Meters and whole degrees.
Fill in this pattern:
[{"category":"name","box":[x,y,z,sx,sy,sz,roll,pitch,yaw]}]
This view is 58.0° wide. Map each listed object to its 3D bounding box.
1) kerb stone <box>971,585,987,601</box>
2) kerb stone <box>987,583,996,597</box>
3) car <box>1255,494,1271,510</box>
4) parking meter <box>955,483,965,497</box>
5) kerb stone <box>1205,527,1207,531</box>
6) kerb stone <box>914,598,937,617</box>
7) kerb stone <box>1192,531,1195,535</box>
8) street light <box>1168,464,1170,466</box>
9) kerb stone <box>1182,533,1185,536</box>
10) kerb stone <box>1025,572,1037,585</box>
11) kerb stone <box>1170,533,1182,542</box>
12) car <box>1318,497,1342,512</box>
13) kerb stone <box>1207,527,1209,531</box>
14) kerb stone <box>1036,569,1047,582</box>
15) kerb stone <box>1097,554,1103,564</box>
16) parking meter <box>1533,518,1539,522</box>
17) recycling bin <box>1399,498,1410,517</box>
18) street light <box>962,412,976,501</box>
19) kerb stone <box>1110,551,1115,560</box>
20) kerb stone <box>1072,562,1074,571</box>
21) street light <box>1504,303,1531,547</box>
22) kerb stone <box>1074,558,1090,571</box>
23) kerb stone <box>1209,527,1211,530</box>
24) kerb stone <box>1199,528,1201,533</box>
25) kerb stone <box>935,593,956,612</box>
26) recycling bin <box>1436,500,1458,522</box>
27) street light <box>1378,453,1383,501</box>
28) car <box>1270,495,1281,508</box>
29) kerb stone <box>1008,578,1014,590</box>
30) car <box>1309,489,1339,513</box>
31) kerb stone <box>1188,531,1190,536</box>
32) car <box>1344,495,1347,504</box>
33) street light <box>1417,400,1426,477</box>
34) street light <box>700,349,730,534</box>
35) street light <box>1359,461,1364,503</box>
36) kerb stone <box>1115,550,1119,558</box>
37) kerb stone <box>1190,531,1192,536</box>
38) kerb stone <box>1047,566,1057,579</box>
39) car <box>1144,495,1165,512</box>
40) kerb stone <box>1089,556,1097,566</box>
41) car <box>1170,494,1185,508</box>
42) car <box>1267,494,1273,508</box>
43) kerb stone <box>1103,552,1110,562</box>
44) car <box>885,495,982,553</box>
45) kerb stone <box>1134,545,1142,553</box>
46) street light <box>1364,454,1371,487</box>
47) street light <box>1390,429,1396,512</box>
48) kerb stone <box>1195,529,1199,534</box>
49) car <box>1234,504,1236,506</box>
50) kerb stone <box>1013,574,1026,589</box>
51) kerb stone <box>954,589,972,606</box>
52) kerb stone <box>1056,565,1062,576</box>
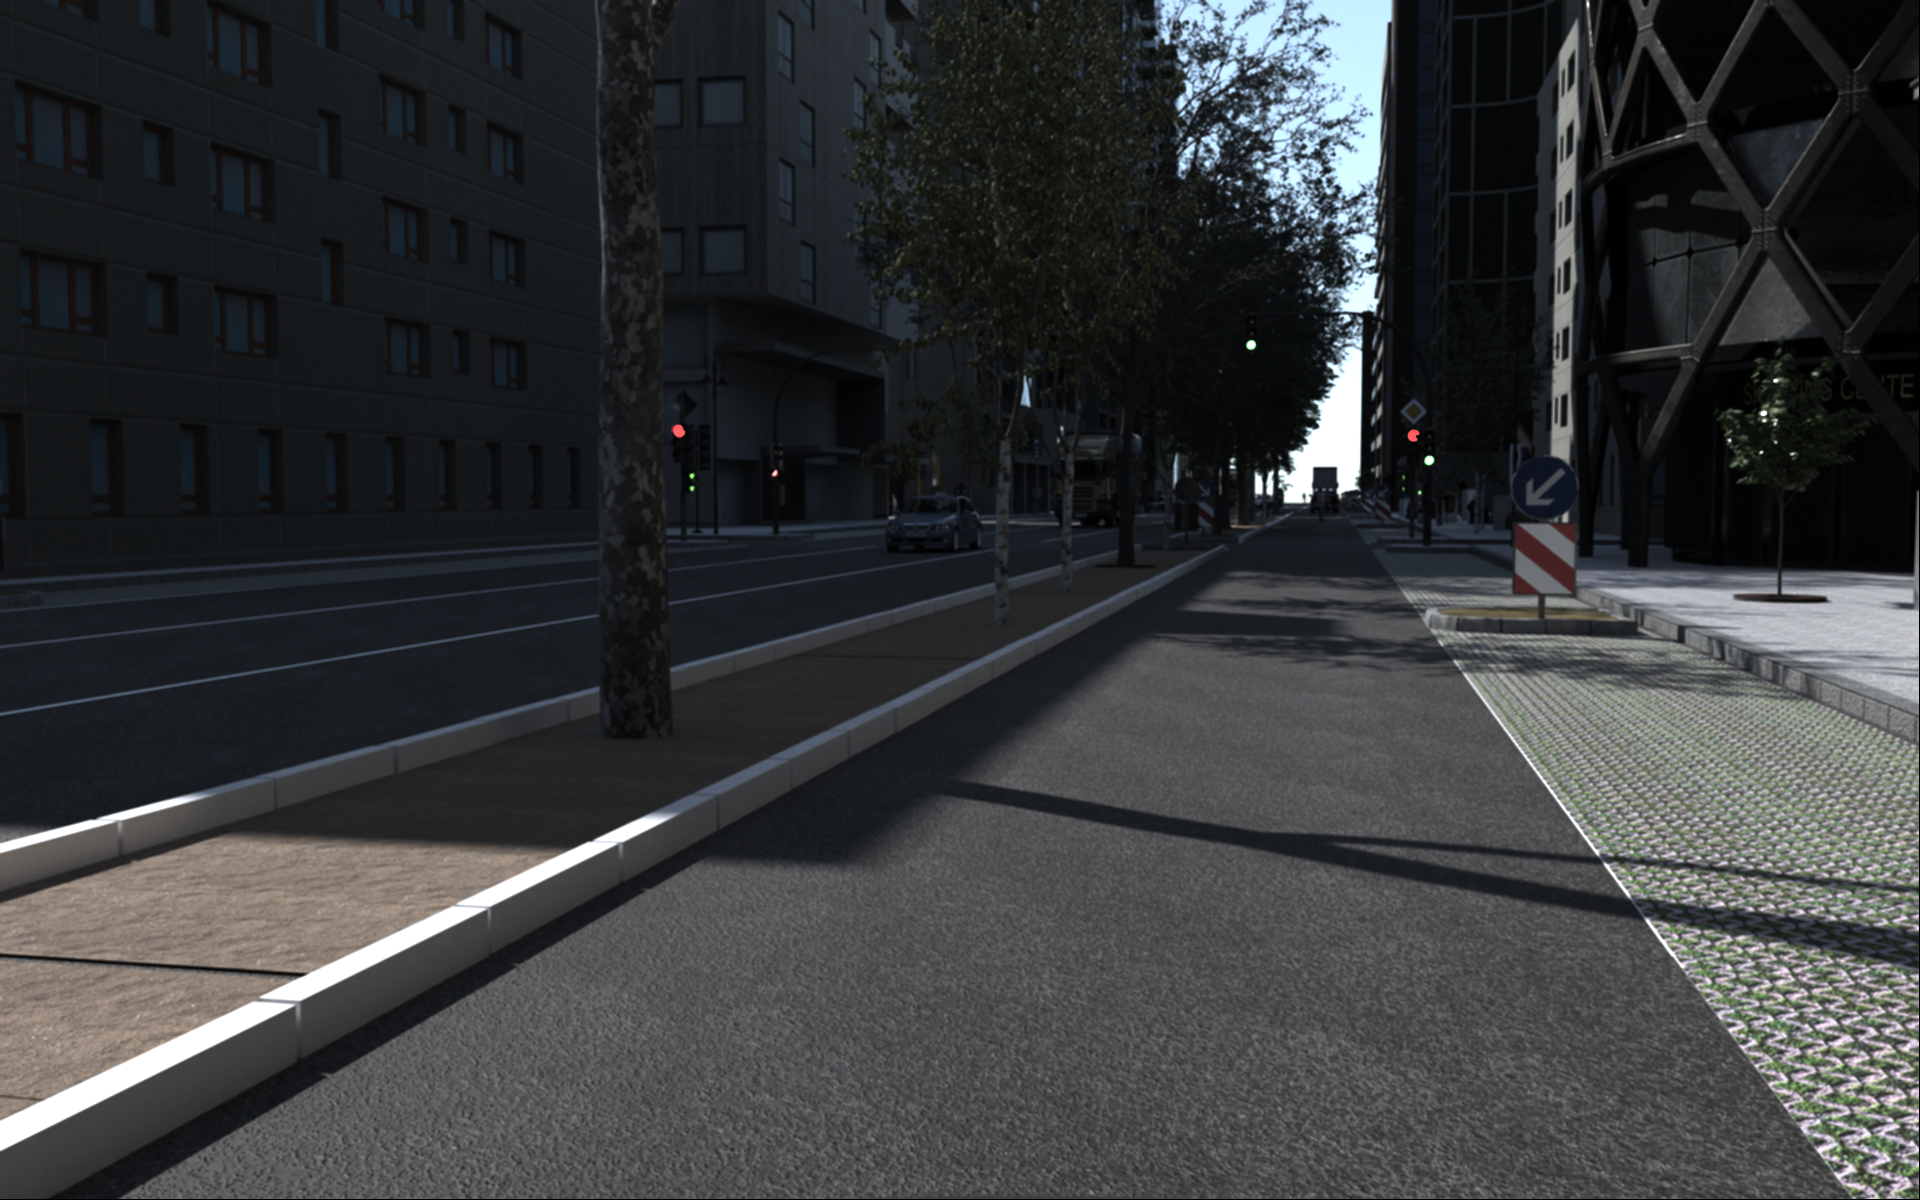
[{"category":"kerb stone","box":[0.172,-0.070,23.341,0.120,0.150,1.000,1,4,12]},{"category":"kerb stone","box":[0.386,-0.130,24.341,0.120,0.150,1.000,1,4,12]},{"category":"car","box":[26.060,-8.535,151.338,2.131,1.459,4.920,1,4,10]},{"category":"parking meter","box":[-0.080,-6.004,103.877,0.399,1.863,0.255,1,4,21]},{"category":"kerb stone","box":[9.085,-2.619,65.014,0.120,0.150,1.000,1,4,12]},{"category":"kerb stone","box":[-0.471,0.113,20.342,0.120,0.150,1.000,1,4,12]},{"category":"kerb stone","box":[7.809,-2.242,59.000,0.120,0.150,1.000,1,4,12]},{"category":"street light","box":[25.632,-14.613,211.706,0.468,5.910,1.993,1,4,12]},{"category":"kerb stone","box":[6.951,-2.004,54.998,0.120,0.150,1.000,1,4,12]},{"category":"kerb stone","box":[1.030,-0.316,27.355,0.120,0.150,1.000,1,4,12]},{"category":"kerb stone","box":[6.730,-1.942,53.992,0.120,0.150,1.000,1,4,12]},{"category":"car","box":[29.852,-7.793,139.778,2.083,1.381,4.827,1,4,11]},{"category":"kerb stone","box":[9.304,-2.678,66.015,0.120,0.150,1.000,1,4,12]},{"category":"kerb stone","box":[1.247,-0.377,28.354,0.120,0.150,1.000,1,4,12]},{"category":"kerb stone","box":[2.750,-0.807,35.389,0.120,0.150,1.000,1,4,12]},{"category":"parking meter","box":[22.618,-3.814,68.074,0.255,1.863,0.399,2,4,27]},{"category":"recycling bin","box":[25.583,-5.293,99.086,0.722,1.027,0.722,-1,4,-9]},{"category":"street light","box":[0.491,-7.424,94.165,0.468,5.910,1.993,1,4,12]},{"category":"kerb stone","box":[3.181,-0.929,37.390,0.120,0.150,1.000,1,4,12]},{"category":"kerb stone","box":[1.890,-0.561,31.373,0.120,0.150,1.000,1,4,12]},{"category":"street light","box":[13.497,-4.237,42.068,0.468,5.910,1.993,1,4,12]},{"category":"kerb stone","box":[2.321,-0.684,33.379,0.120,0.150,1.000,1,4,12]},{"category":"kerb stone","box":[9.518,-2.741,67.014,0.120,0.150,1.000,1,4,12]},{"category":"kerb stone","box":[8.445,-2.433,62.009,0.120,0.150,1.000,1,4,12]},{"category":"kerb stone","box":[-0.250,0.052,21.340,0.120,0.150,1.000,1,4,12]},{"category":"recycling bin","box":[22.396,-4.105,79.676,0.722,1.027,0.722,-3,4,-37]},{"category":"street light","box":[38.634,-11.416,159.438,0.468,5.910,1.993,1,4,12]},{"category":"car","box":[32.833,-10.393,182.279,2.083,1.381,4.827,1,4,13]},{"category":"kerb stone","box":[0.603,-0.190,25.354,0.120,0.150,1.000,1,4,12]},{"category":"car","box":[27.769,-7.551,132.130,2.281,1.827,5.304,1,4,11]},{"category":"kerb stone","box":[7.376,-2.129,56.997,0.120,0.150,1.000,1,4,12]},{"category":"car","box":[50.151,-12.915,223.741,1.945,1.354,3.894,1,4,12]},{"category":"street light","box":[22.633,-6.862,84.975,0.468,5.910,1.993,1,4,12]},{"category":"street light","box":[-7.828,-5.052,55.384,0.468,5.910,1.993,1,4,12]},{"category":"street light","box":[56.020,-16.381,240.619,0.468,5.910,1.993,1,4,12]},{"category":"kerb stone","box":[3.396,-0.988,38.389,0.120,0.150,1.000,1,4,12]},{"category":"kerb stone","box":[7.590,-2.187,58.001,0.120,0.150,1.000,1,4,12]},{"category":"kerb stone","box":[1.466,-0.439,29.369,0.120,0.150,1.000,1,4,12]},{"category":"car","box":[15.851,-7.788,139.906,1.945,1.354,3.894,1,4,10]},{"category":"kerb stone","box":[2.540,-0.745,34.383,0.120,0.150,1.000,1,4,12]},{"category":"car","box":[19.073,-8.823,154.485,2.015,1.641,3.980,1,4,13]},{"category":"car","box":[30.749,-10.122,175.275,2.009,1.686,4.222,1,4,10]},{"category":"kerb stone","box":[2.971,-0.865,36.389,0.120,0.150,1.000,1,4,12]},{"category":"car","box":[-0.603,-1.962,44.076,2.014,1.417,4.499,1,4,12]},{"category":"kerb stone","box":[4.475,-1.297,43.404,0.120,0.150,1.000,1,4,12]},{"category":"street light","box":[46.707,-13.751,197.619,0.468,5.910,1.993,1,4,12]},{"category":"street light","box":[30.825,-9.211,123.393,0.468,5.910,1.993,1,4,12]},{"category":"kerb stone","box":[8.233,-2.372,61.001,0.120,0.150,1.000,1,4,12]},{"category":"car","box":[34.853,-12.377,214.363,2.014,1.417,4.499,1,4,13]},{"category":"kerb stone","box":[0.821,-0.254,26.352,0.120,0.150,1.000,1,4,12]},{"category":"kerb stone","box":[-0.033,-0.009,22.339,0.120,0.150,1.000,1,4,12]},{"category":"kerb stone","box":[1.678,-0.500,30.373,0.120,0.150,1.000,1,4,12]}]
